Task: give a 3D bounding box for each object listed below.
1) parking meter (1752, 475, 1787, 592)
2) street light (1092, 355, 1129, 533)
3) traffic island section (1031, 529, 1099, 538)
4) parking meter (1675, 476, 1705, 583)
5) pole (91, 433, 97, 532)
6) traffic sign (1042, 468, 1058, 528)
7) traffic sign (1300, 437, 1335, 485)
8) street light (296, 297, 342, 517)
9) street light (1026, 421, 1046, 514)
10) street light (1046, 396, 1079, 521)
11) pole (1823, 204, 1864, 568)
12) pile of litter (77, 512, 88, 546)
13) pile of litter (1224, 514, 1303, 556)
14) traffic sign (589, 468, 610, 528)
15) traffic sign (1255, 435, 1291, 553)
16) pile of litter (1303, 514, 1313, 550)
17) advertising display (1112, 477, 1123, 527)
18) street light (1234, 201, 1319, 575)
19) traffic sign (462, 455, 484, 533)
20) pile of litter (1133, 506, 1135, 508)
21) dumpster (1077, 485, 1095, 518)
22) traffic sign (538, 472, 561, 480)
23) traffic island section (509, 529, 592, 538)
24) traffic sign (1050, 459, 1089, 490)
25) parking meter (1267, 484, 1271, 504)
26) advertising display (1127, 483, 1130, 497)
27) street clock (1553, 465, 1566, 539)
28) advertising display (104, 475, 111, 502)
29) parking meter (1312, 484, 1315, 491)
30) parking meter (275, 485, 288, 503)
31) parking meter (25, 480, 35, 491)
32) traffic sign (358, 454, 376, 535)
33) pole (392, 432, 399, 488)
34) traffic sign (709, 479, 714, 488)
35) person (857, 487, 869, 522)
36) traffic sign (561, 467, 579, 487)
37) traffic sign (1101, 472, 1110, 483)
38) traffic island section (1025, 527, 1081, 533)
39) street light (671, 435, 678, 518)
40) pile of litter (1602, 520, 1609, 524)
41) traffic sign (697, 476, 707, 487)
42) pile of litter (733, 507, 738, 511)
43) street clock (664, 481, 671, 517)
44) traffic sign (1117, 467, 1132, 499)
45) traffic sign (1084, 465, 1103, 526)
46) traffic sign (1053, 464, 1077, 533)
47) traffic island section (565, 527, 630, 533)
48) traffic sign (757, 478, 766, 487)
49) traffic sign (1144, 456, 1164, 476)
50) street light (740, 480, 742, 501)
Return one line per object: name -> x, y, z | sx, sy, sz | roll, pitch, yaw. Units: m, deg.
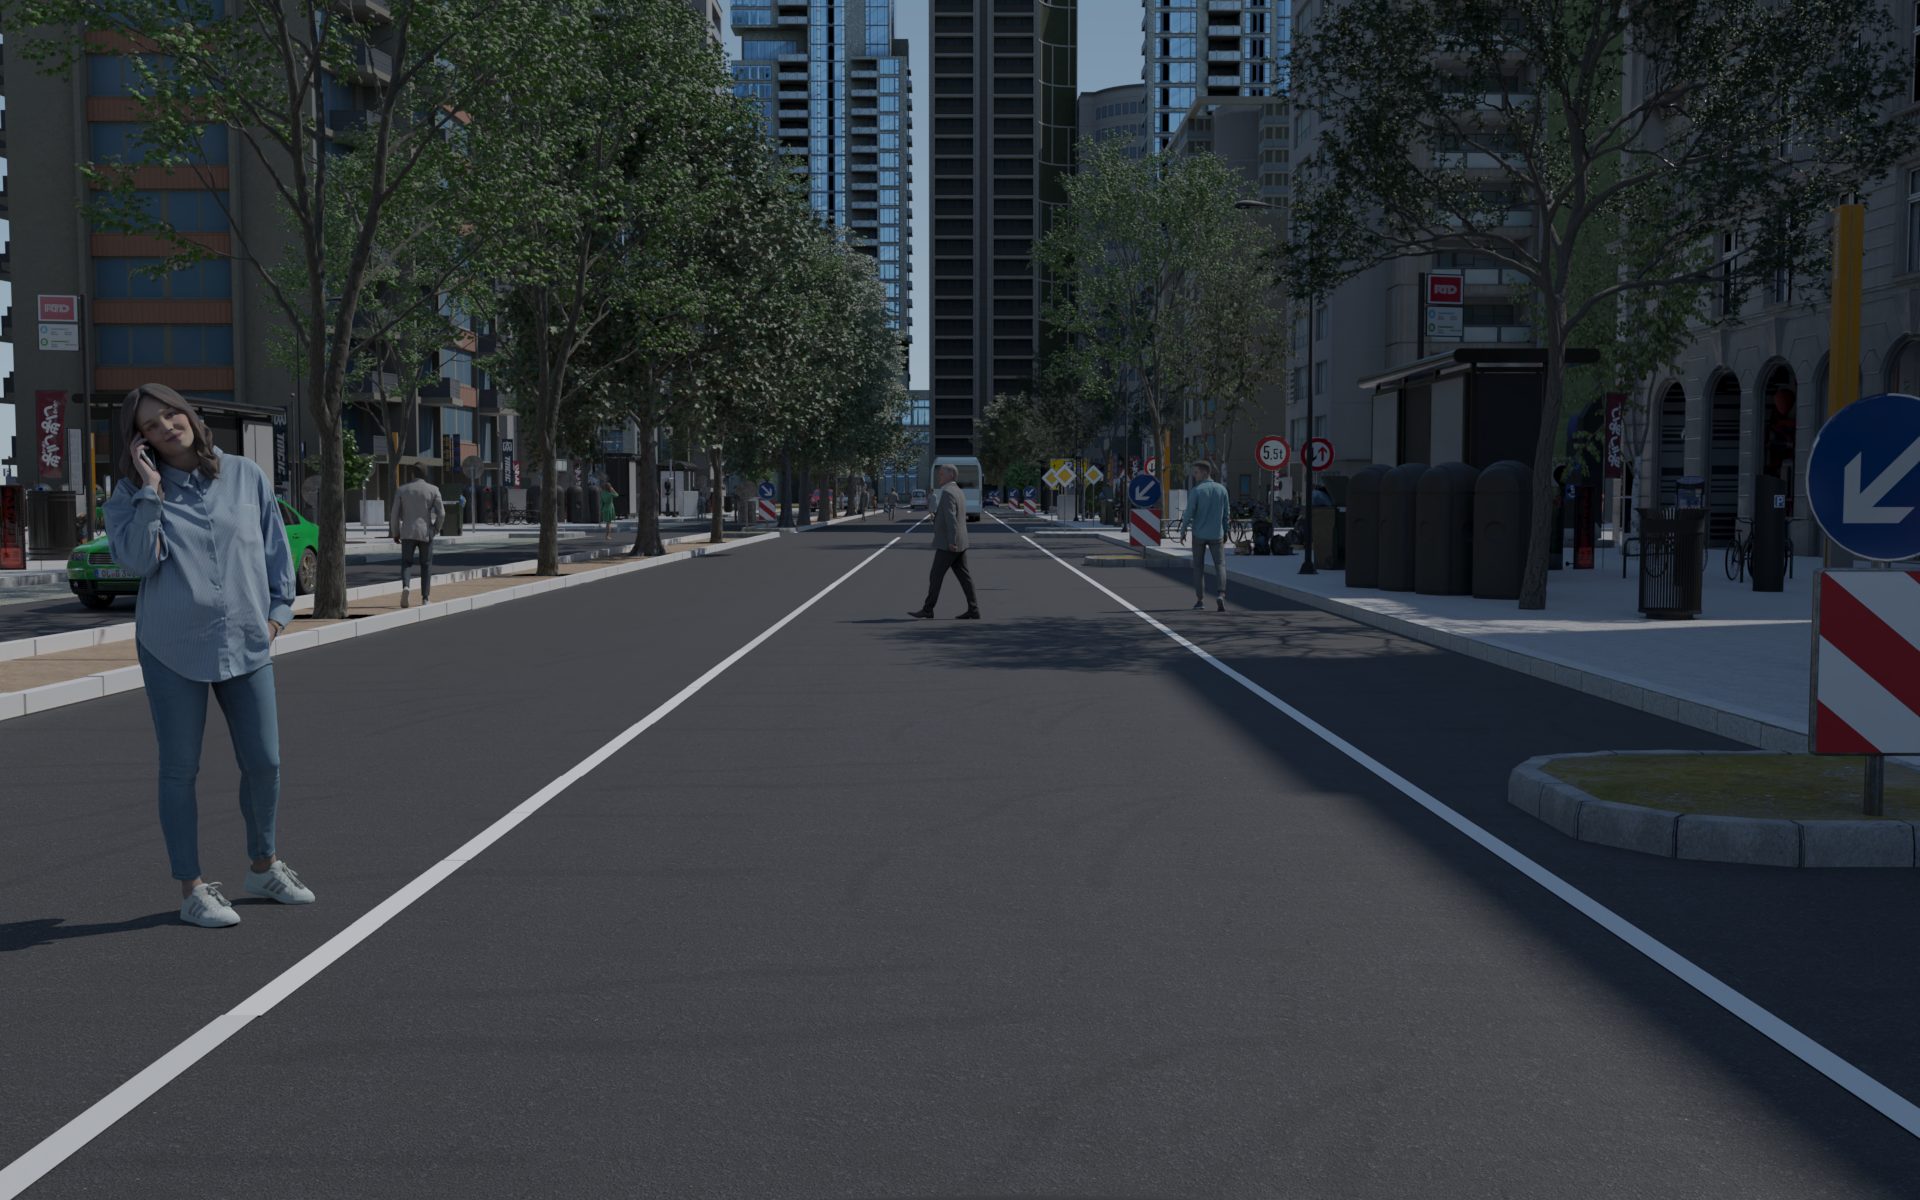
parking meter -> 10.644, -0.878, 22.773 | 0.372, 1.533, 0.369 | 0, 3, 0
street light -> 4.962, -5.192, 57.430 | 1.470, 5.913, 1.316 | 0, 3, 0
traffic island section -> 3.500, -2.158, 57.556 | 2.009, 0.180, 2.903 | 0, 3, 0
parking meter -> 10.167, -0.962, 24.148 | 0.372, 1.533, 0.369 | 0, 3, 0
pole -> -29.001, -3.917, 57.887 | 0.158, 3.312, 0.155 | 0, 3, 0
traffic sign -> 3.470, -3.781, 65.464 | 0.795, 2.450, 0.064 | 0, 3, 0
traffic sign -> 8.007, -2.372, 38.881 | 0.768, 2.556, 0.104 | 0, 4, 6
street light -> -15.071, -4.183, 40.939 | 1.470, 5.913, 1.316 | 0, 3, 0
street light -> 4.954, -8.424, 110.273 | 1.470, 5.913, 1.316 | 0, 3, 0
street light -> 4.920, -6.645, 81.192 | 1.470, 5.913, 1.316 | 0, 3, 0
pole -> 6.285, -1.132, 12.345 | 0.158, 3.312, 0.155 | 0, 3, 0
pile of litter -> -21.484, -1.700, 41.767 | 1.176, 0.858, 1.719 | -2, 4, -29
pile of litter -> 6.259, -1.373, 36.407 | 1.719, 0.858, 1.176 | 1, 4, 12
traffic sign -> -13.625, -3.782, 65.470 | 0.795, 2.450, 0.064 | 0, 3, 0
traffic sign -> 6.787, -2.294, 37.611 | 0.768, 2.556, 0.104 | 1, 4, 9
pile of litter -> 8.186, -1.596, 40.059 | 1.719, 0.858, 1.176 | 0, 4, -7
advertising display -> 6.153, -3.813, 67.558 | 0.123, 1.923, 0.974 | -1, 4, -13
street light -> 5.036, -3.366, 27.580 | 1.470, 5.913, 1.316 | 0, 3, 0
traffic sign -> -16.022, -3.479, 56.982 | 0.768, 2.556, 0.104 | 0, 4, 6
pile of litter -> 12.178, -6.830, 125.638 | 1.176, 0.858, 1.719 | 2, 4, 33
dumpster -> 6.727, -5.371, 93.577 | 1.264, 1.857, 1.865 | 0, 3, 0
traffic sign -> -13.618, -3.293, 57.485 | 0.795, 2.450, 0.064 | 0, 3, 0
traffic island section -> -13.642, -2.157, 57.547 | 2.009, 0.180, 2.903 | 0, 3, 0
traffic sign -> 6.278, -6.452, 99.361 | 2.265, 3.308, 0.079 | 0, 4, 5
parking meter -> 18.628, -6.010, 103.981 | 0.399, 1.863, 0.255 | -1, 4, -23
advertising display -> 8.680, -5.298, 91.841 | 0.974, 1.923, 0.123 | 3, 4, 38
street clock -> 15.148, -2.381, 43.503 | 0.471, 2.002, 0.358 | 2, 4, 30
advertising display -> -28.189, -3.239, 58.169 | 0.974, 1.923, 0.123 | -3, 4, -38
parking meter -> 8.723, -2.059, 42.084 | 0.372, 1.533, 0.369 | 0, 3, 0
parking meter -> -19.581, -2.542, 49.968 | 0.372, 1.533, 0.369 | 0, 3, 0
parking meter -> -39.520, -4.152, 73.600 | 0.399, 1.863, 0.255 | -2, 4, -30
traffic sign -> -18.750, -3.327, 54.502 | 0.768, 2.556, 0.104 | 0, 4, 8
pole -> -18.681, -3.885, 57.357 | 0.158, 3.312, 0.155 | 0, 3, 0
traffic sign -> -16.720, -7.058, 117.524 | 0.606, 2.300, 0.079 | 0, 4, 3
person -> -4.948, -4.874, 88.295 | 0.694, 1.812, 0.767 | 3, 5, 41
traffic sign -> -18.544, -5.037, 82.356 | 0.884, 2.594, 0.081 | 0, 4, 0
traffic sign -> 8.222, -6.057, 99.135 | 0.768, 2.556, 0.104 | 0, 4, 0
traffic island section -> 3.493, -2.646, 65.541 | 2.009, 0.180, 2.903 | 0, 3, 0
street light -> -15.034, -7.451, 94.368 | 1.470, 5.913, 1.316 | 0, 3, 0
pile of litter -> 27.335, -3.718, 74.754 | 1.176, 0.858, 1.719 | 0, 4, 2
traffic sign -> -17.822, -7.326, 119.887 | 0.768, 2.556, 0.104 | 1, 4, 8
pile of litter -> -17.266, -7.346, 134.076 | 1.719, 0.858, 1.176 | -1, 4, -22
street clock -> -16.495, -5.698, 97.729 | 0.358, 2.002, 0.471 | -2, 4, -29
traffic sign -> 7.751, -5.012, 81.947 | 0.884, 2.594, 0.081 | 0, 4, 1
traffic sign -> 5.280, -4.118, 68.522 | 0.795, 2.450, 0.064 | 0, 4, 4
traffic sign -> 3.476, -3.293, 57.479 | 0.795, 2.450, 0.064 | 0, 3, 0
traffic island section -> -13.648, -2.645, 65.532 | 2.009, 0.180, 2.903 | 0, 3, 0
traffic sign -> -15.921, -8.479, 138.743 | 0.768, 2.556, 0.104 | 0, 4, 2
traffic sign -> 6.572, -3.560, 58.318 | 0.768, 2.556, 0.104 | 0, 4, 7
street light -> -15.080, -9.230, 123.449 | 1.470, 5.913, 1.316 | 0, 3, 0
